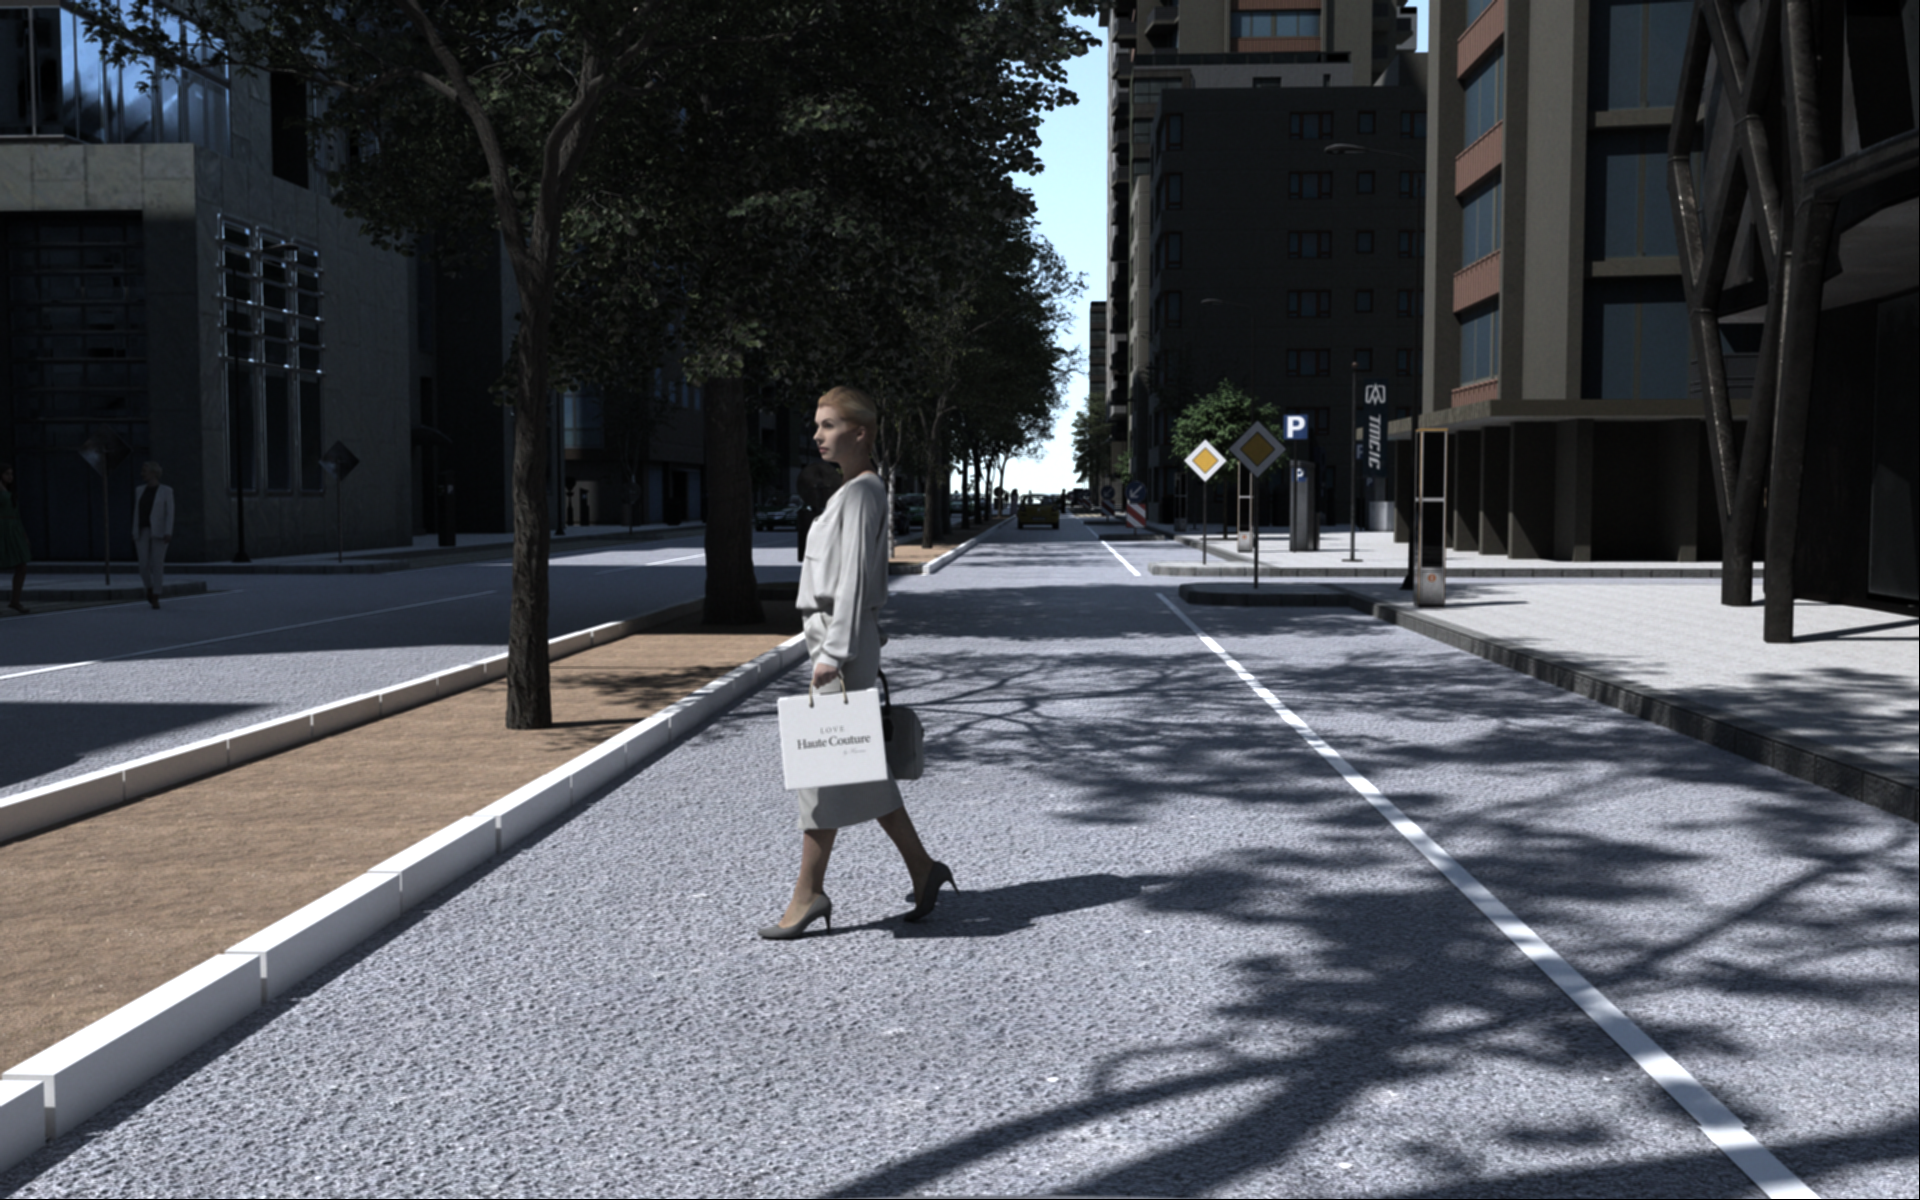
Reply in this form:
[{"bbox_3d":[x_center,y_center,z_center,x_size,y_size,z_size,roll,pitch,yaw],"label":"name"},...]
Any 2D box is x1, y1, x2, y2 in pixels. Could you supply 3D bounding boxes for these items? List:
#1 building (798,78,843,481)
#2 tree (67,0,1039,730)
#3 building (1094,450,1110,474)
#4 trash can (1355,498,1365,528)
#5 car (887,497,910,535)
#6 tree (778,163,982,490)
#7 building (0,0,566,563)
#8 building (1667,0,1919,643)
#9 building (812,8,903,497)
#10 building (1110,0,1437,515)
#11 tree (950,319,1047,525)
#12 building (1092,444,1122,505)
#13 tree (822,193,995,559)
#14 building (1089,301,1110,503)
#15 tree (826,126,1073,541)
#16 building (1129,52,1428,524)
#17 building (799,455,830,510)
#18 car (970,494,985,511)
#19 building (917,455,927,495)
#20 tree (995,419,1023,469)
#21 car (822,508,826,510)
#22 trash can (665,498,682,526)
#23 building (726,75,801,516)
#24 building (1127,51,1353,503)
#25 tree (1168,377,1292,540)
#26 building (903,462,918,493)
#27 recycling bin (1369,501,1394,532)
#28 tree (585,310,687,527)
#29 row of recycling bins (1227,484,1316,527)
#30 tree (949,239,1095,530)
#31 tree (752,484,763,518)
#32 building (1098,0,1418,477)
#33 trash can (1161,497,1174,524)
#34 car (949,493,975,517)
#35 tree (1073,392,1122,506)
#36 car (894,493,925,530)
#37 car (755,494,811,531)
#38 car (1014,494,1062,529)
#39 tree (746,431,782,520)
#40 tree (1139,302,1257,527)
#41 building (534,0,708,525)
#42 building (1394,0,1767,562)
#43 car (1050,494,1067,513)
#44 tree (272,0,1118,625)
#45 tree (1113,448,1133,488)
[{"bbox_3d":[-24.584,-27.460,140.850,32.217,40.220,23.993,0,4,3],"label":"building"},{"bbox_3d":[-2.677,-4.468,9.916,8.767,10.594,7.601,0,4,3],"label":"tree"},{"bbox_3d":[29.719,-56.338,233.803,22.319,86.520,31.000,0,4,3],"label":"building"},{"bbox_3d":[15.416,-3.326,66.039,0.748,1.137,0.748,0,3,0],"label":"trash can"},{"bbox_3d":[-2.726,-3.004,61.701,1.945,1.354,3.894,0,4,2],"label":"car"},{"bbox_3d":[-1.508,-4.945,33.672,4.360,8.622,3.978,0,3,0],"label":"tree"},{"bbox_3d":[-24.357,-44.827,45.598,22.319,86.520,31.000,0,4,3],"label":"building"},{"bbox_3d":[15.010,-8.904,13.036,16.820,18.784,16.811,0,4,3],"label":"building"},{"bbox_3d":[-16.922,-32.990,163.084,21.300,48.544,21.600,0,4,3],"label":"building"},{"bbox_3d":[23.347,-29.603,138.627,22.147,44.769,28.867,0,4,3],"label":"building"},{"bbox_3d":[0.744,-9.366,81.346,9.928,11.665,9.643,0,3,0],"label":"tree"},{"bbox_3d":[26.533,-47.119,208.647,20.563,71.187,20.611,0,4,3],"label":"building"},{"bbox_3d":[-1.566,-5.242,38.523,4.737,8.622,4.395,0,3,0],"label":"tree"},{"bbox_3d":[26.257,-29.758,258.241,14.160,30.474,14.107,0,4,3],"label":"building"},{"bbox_3d":[-0.634,-8.054,52.259,7.486,12.596,7.792,0,3,0],"label":"tree"},{"bbox_3d":[23.156,-14.850,87.845,27.650,21.520,28.899,0,4,3],"label":"building"},{"bbox_3d":[-19.716,-41.535,117.354,20.563,71.187,20.611,0,4,3],"label":"building"},{"bbox_3d":[1.290,-7.183,129.239,2.131,1.459,4.920,0,4,1],"label":"car"},{"bbox_3d":[-11.038,-34.376,212.150,14.600,45.320,14.200,0,4,3],"label":"building"},{"bbox_3d":[1.682,-8.818,97.001,4.737,8.622,4.395,0,3,0],"label":"tree"},{"bbox_3d":[-5.640,-4.396,81.469,1.945,1.707,3.694,0,4,2],"label":"car"},{"bbox_3d":[-11.664,-3.596,70.455,0.748,1.137,0.748,0,3,0],"label":"trash can"},{"bbox_3d":[-17.194,-20.081,100.025,14.160,30.474,14.107,0,4,3],"label":"building"},{"bbox_3d":[18.380,-21.138,117.309,14.160,30.474,14.107,0,4,3],"label":"building"},{"bbox_3d":[7.531,-3.961,48.474,4.285,4.588,4.351,0,3,0],"label":"tree"},{"bbox_3d":[-9.329,-34.949,255.008,14.154,41.232,14.086,0,4,3],"label":"building"},{"bbox_3d":[14.441,-2.845,59.070,0.722,1.027,0.722,-3,5,-44],"label":"recycling bin"},{"bbox_3d":[-12.706,-7.162,67.466,4.360,8.622,3.978,0,3,0],"label":"tree"},{"bbox_3d":[12.392,-3.778,68.876,3.534,1.692,1.069,0,4,-4],"label":"row of recycling bins"},{"bbox_3d":[0.192,-9.589,69.612,12.009,13.543,11.850,0,3,0],"label":"tree"},{"bbox_3d":[-11.072,-5.964,92.120,1.663,3.219,1.824,0,3,0],"label":"tree"},{"bbox_3d":[27.948,-35.315,166.640,28.713,52.752,27.495,0,4,3],"label":"building"},{"bbox_3d":[8.943,-3.812,73.983,0.748,1.137,0.748,0,3,0],"label":"trash can"},{"bbox_3d":[-0.018,-6.215,110.403,1.959,1.807,4.718,0,4,3],"label":"car"},{"bbox_3d":[15.429,-16.748,191.949,7.486,12.596,7.792,0,3,0],"label":"tree"},{"bbox_3d":[-2.040,-3.640,68.315,1.959,1.807,4.718,0,4,2],"label":"car"},{"bbox_3d":[-6.887,-3.439,68.020,2.131,1.459,4.920,0,4,2],"label":"car"},{"bbox_3d":[3.251,-3.797,72.303,2.015,1.641,3.980,0,4,1],"label":"car"},{"bbox_3d":[-10.824,-6.361,87.718,4.285,4.588,4.351,0,3,0],"label":"tree"},{"bbox_3d":[8.926,-7.118,66.740,4.360,8.622,3.978,0,3,0],"label":"tree"},{"bbox_3d":[-19.241,-26.120,77.169,14.600,45.320,14.200,0,4,3],"label":"building"},{"bbox_3d":[24.657,-23.588,40.289,28.867,44.769,22.147,0,4,3],"label":"building"},{"bbox_3d":[7.112,-7.411,132.974,2.131,1.459,4.920,0,4,4],"label":"car"},{"bbox_3d":[-2.503,-6.698,18.628,9.857,13.997,8.962,0,3,0],"label":"tree"},{"bbox_3d":[11.293,-7.657,108.898,4.285,4.588,4.351,0,3,0],"label":"tree"}]
